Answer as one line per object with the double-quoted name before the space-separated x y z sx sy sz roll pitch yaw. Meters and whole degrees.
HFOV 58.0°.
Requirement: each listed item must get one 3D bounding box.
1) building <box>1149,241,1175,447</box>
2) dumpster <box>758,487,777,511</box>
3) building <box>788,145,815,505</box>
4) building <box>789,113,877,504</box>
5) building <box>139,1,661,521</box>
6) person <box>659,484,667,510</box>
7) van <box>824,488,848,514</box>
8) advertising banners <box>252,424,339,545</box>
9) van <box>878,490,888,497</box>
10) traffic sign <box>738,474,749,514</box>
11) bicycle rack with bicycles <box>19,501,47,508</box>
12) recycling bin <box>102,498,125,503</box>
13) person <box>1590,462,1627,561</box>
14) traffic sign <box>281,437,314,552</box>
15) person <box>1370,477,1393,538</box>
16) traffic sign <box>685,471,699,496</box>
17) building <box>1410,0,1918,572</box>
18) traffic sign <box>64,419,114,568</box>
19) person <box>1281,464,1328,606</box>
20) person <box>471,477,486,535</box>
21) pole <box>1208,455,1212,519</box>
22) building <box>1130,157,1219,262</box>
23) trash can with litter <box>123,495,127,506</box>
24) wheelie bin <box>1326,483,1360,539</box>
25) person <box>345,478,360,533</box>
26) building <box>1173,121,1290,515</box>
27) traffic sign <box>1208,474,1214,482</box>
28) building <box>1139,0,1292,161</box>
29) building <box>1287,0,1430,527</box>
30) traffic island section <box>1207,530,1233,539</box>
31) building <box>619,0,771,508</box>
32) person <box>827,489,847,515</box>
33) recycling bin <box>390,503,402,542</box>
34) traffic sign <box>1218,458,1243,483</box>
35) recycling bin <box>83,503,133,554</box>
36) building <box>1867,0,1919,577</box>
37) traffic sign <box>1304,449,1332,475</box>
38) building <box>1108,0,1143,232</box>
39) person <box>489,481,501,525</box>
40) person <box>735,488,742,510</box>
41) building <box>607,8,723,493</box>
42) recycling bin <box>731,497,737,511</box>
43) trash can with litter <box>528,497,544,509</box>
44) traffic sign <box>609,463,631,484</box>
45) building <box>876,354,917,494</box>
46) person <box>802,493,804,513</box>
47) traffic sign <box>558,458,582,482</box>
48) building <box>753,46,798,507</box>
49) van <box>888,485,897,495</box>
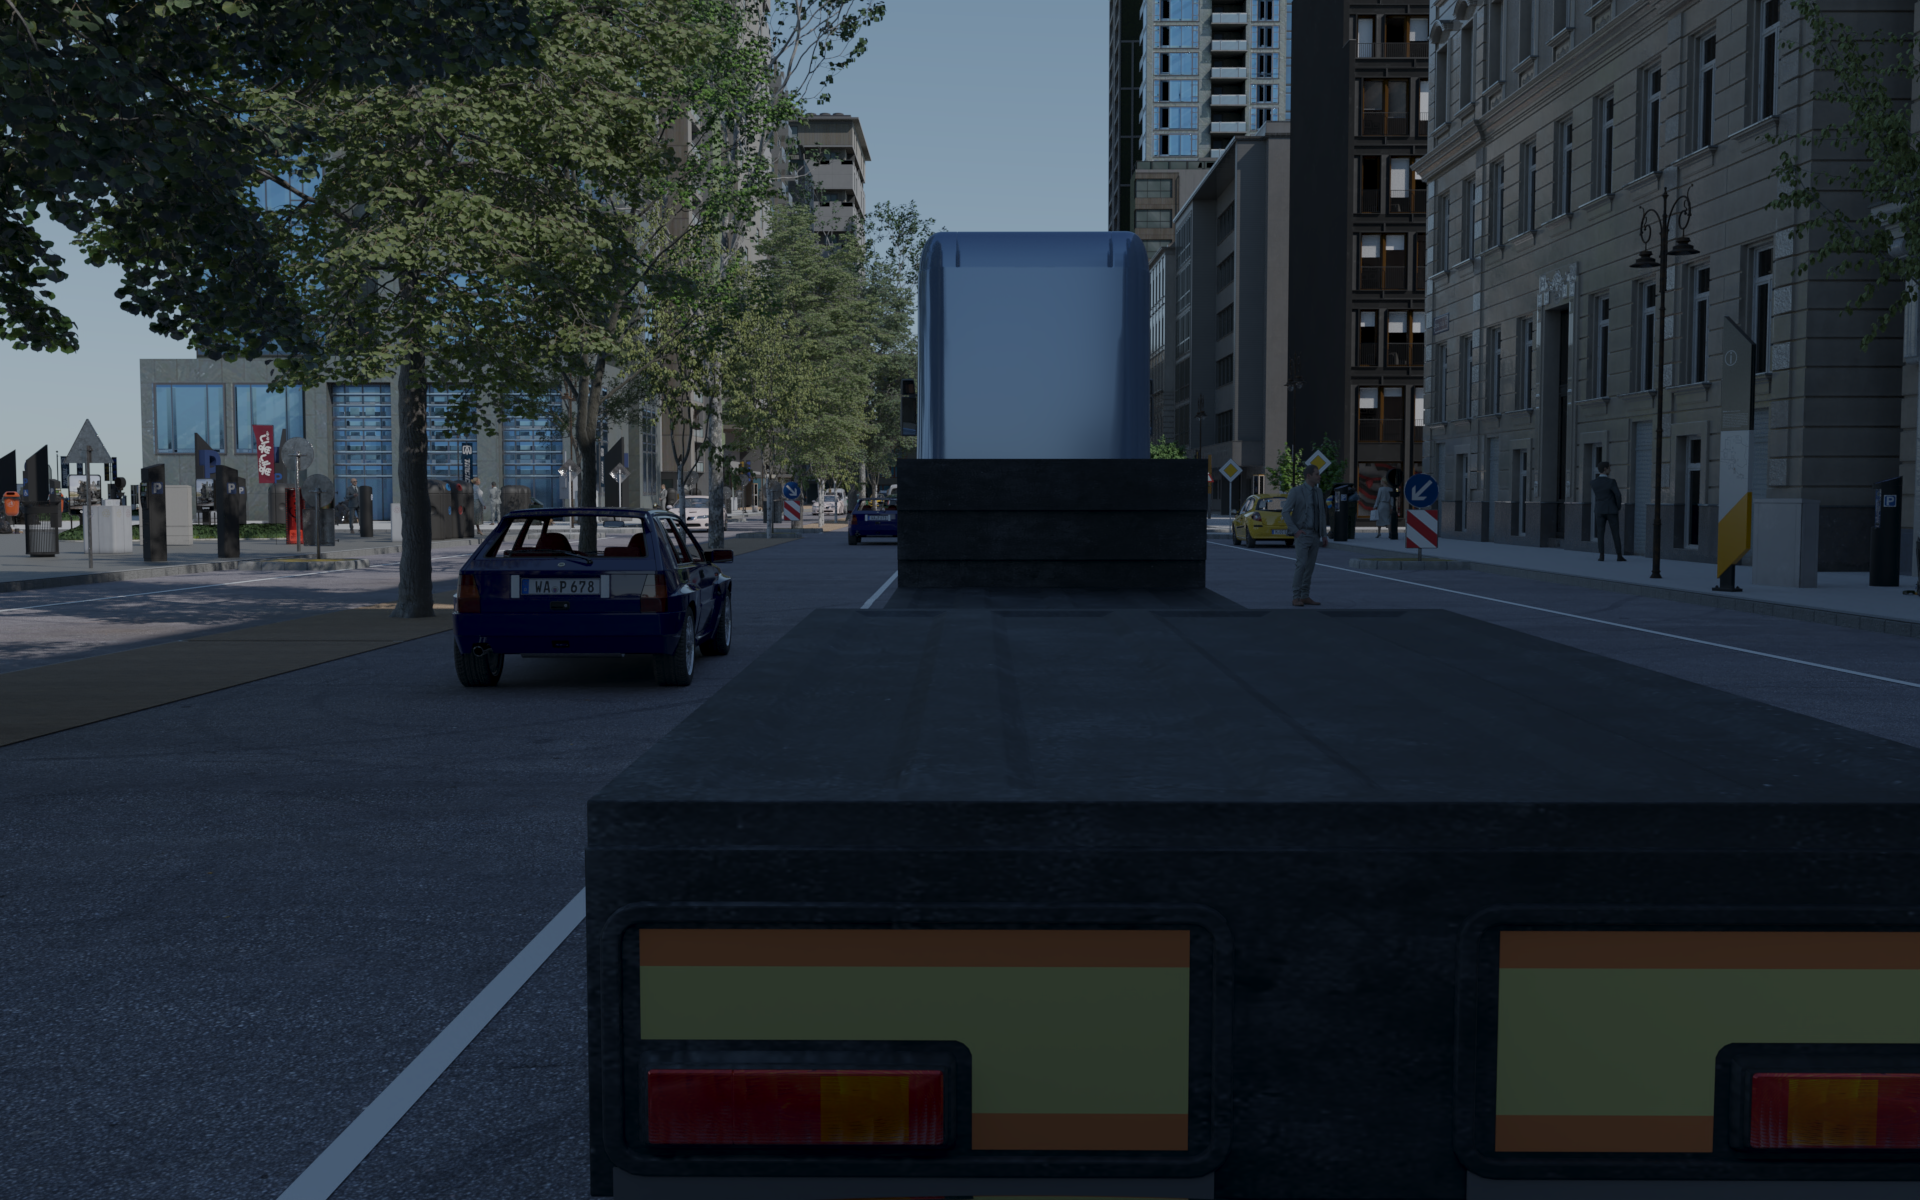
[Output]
"building" 18.973 -17.194 130.280 9.793 20.994 18.267 0 4 0
"dumpster" -14.173 -7.451 127.580 1.264 1.857 1.865 0 4 1
"building" -24.441 -31.864 204.578 14.086 41.232 14.154 0 4 0
"building" -24.559 -39.762 239.343 27.495 52.752 28.713 0 4 0
"building" -28.609 -47.788 94.009 22.319 86.520 31.000 0 4 0
"person" -15.762 -5.215 91.590 0.520 1.790 0.573 2 4 33
"van" -9.293 -7.416 128.255 2.013 2.044 4.112 0 4 0
"advertising banners" -16.895 -2.928 44.063 2.074 3.025 0.090 -3 4 -37
"van" -8.420 -11.415 193.643 2.013 2.044 4.112 0 4 1
"traffic sign" -14.016 -6.834 111.843 0.768 2.556 0.104 0 4 2
"bicycle rack with bicycles" -47.957 -4.566 88.040 2.925 0.926 2.852 2 4 29
"recycling bin" -39.068 -4.105 79.663 0.722 1.027 0.722 3 5 43
"person" 12.390 -1.696 33.127 0.648 1.900 0.474 3 4 39
"traffic sign" -14.752 -2.352 38.566 0.768 2.556 0.104 0 4 5
"person" 12.291 -2.682 50.241 0.694 1.780 0.624 0 4 -2
"traffic sign" -14.422 -5.692 93.162 0.768 2.556 0.104 0 4 5
"building" 19.523 -14.832 39.767 12.463 27.353 25.104 0 4 0
"traffic sign" -15.034 -1.828 29.885 0.884 2.594 0.081 0 4 4
"person" 4.464 -0.839 22.323 0.635 1.810 0.391 -3 5 -40
"person" -15.043 -2.903 53.734 0.641 1.798 0.478 -2 4 -30
"pole" 12.945 -5.870 89.813 0.158 3.312 0.155 0 3 0
"building" 21.789 -23.311 152.836 14.160 30.474 14.107 0 4 0
"trash can with litter" -66.769 -7.804 138.652 2.233 1.210 1.678 3 4 37
"wheelie bin" 10.932 -2.531 49.287 0.980 1.594 0.693 -1 4 -18
"person" -19.623 -3.064 56.316 0.590 1.801 0.661 3 5 39
"building" 21.758 -17.551 106.030 14.314 24.678 30.058 0 4 0
"traffic sign" 10.918 -4.742 77.538 0.884 2.594 0.081 0 4 5
"building" 34.035 -56.378 234.450 31.000 86.520 22.319 0 4 0
"building" 22.775 -14.846 72.412 15.834 23.373 12.332 0 4 0
"traffic island section" 8.818 -2.079 56.266 2.009 0.180 2.903 0 4 0
"building" -31.204 -34.462 152.698 28.713 52.752 27.495 0 4 0
"person" -8.589 -6.780 119.572 1.509 1.804 0.699 1 4 14
"recycling bin" -14.856 -2.074 46.462 0.722 1.027 0.722 -1 4 -11
"traffic sign" 8.794 -3.302 56.184 0.795 2.593 0.064 0 4 0
"recycling bin" -18.391 -1.518 37.376 0.722 1.027 0.722 0 4 4
"building" 21.031 -14.143 17.145 13.634 28.700 20.117 0 4 0
"traffic sign" 10.549 -3.134 50.979 0.795 2.593 0.064 1 4 8
"building" 25.957 -46.629 200.639 20.563 71.187 20.611 0 4 0
"person" -19.254 -4.001 71.641 0.466 1.800 0.511 3 5 44
"person" -17.851 -8.174 139.805 0.709 1.813 0.853 -1 4 -11
"building" -25.182 -27.049 125.854 14.154 41.232 14.086 0 4 0
"recycling bin" -17.379 -7.269 131.396 0.722 1.027 0.722 -3 4 -37
"trash can with litter" -16.943 -3.598 70.208 1.055 1.170 0.624 0 4 4
"traffic sign" -12.642 -3.801 64.342 0.795 2.593 0.064 0 4 0
"building" 3.637 -24.165 240.131 28.899 21.520 27.650 0 4 0
"person" -11.799 -7.282 127.739 0.537 1.800 0.526 0 4 7
"traffic sign" -12.699 -3.313 56.357 0.795 2.593 0.064 0 4 0
"building" -28.828 -34.381 181.735 23.786 49.044 30.456 0 4 0
"van" -2.319 -4.208 75.805 2.013 2.044 4.112 0 4 2
